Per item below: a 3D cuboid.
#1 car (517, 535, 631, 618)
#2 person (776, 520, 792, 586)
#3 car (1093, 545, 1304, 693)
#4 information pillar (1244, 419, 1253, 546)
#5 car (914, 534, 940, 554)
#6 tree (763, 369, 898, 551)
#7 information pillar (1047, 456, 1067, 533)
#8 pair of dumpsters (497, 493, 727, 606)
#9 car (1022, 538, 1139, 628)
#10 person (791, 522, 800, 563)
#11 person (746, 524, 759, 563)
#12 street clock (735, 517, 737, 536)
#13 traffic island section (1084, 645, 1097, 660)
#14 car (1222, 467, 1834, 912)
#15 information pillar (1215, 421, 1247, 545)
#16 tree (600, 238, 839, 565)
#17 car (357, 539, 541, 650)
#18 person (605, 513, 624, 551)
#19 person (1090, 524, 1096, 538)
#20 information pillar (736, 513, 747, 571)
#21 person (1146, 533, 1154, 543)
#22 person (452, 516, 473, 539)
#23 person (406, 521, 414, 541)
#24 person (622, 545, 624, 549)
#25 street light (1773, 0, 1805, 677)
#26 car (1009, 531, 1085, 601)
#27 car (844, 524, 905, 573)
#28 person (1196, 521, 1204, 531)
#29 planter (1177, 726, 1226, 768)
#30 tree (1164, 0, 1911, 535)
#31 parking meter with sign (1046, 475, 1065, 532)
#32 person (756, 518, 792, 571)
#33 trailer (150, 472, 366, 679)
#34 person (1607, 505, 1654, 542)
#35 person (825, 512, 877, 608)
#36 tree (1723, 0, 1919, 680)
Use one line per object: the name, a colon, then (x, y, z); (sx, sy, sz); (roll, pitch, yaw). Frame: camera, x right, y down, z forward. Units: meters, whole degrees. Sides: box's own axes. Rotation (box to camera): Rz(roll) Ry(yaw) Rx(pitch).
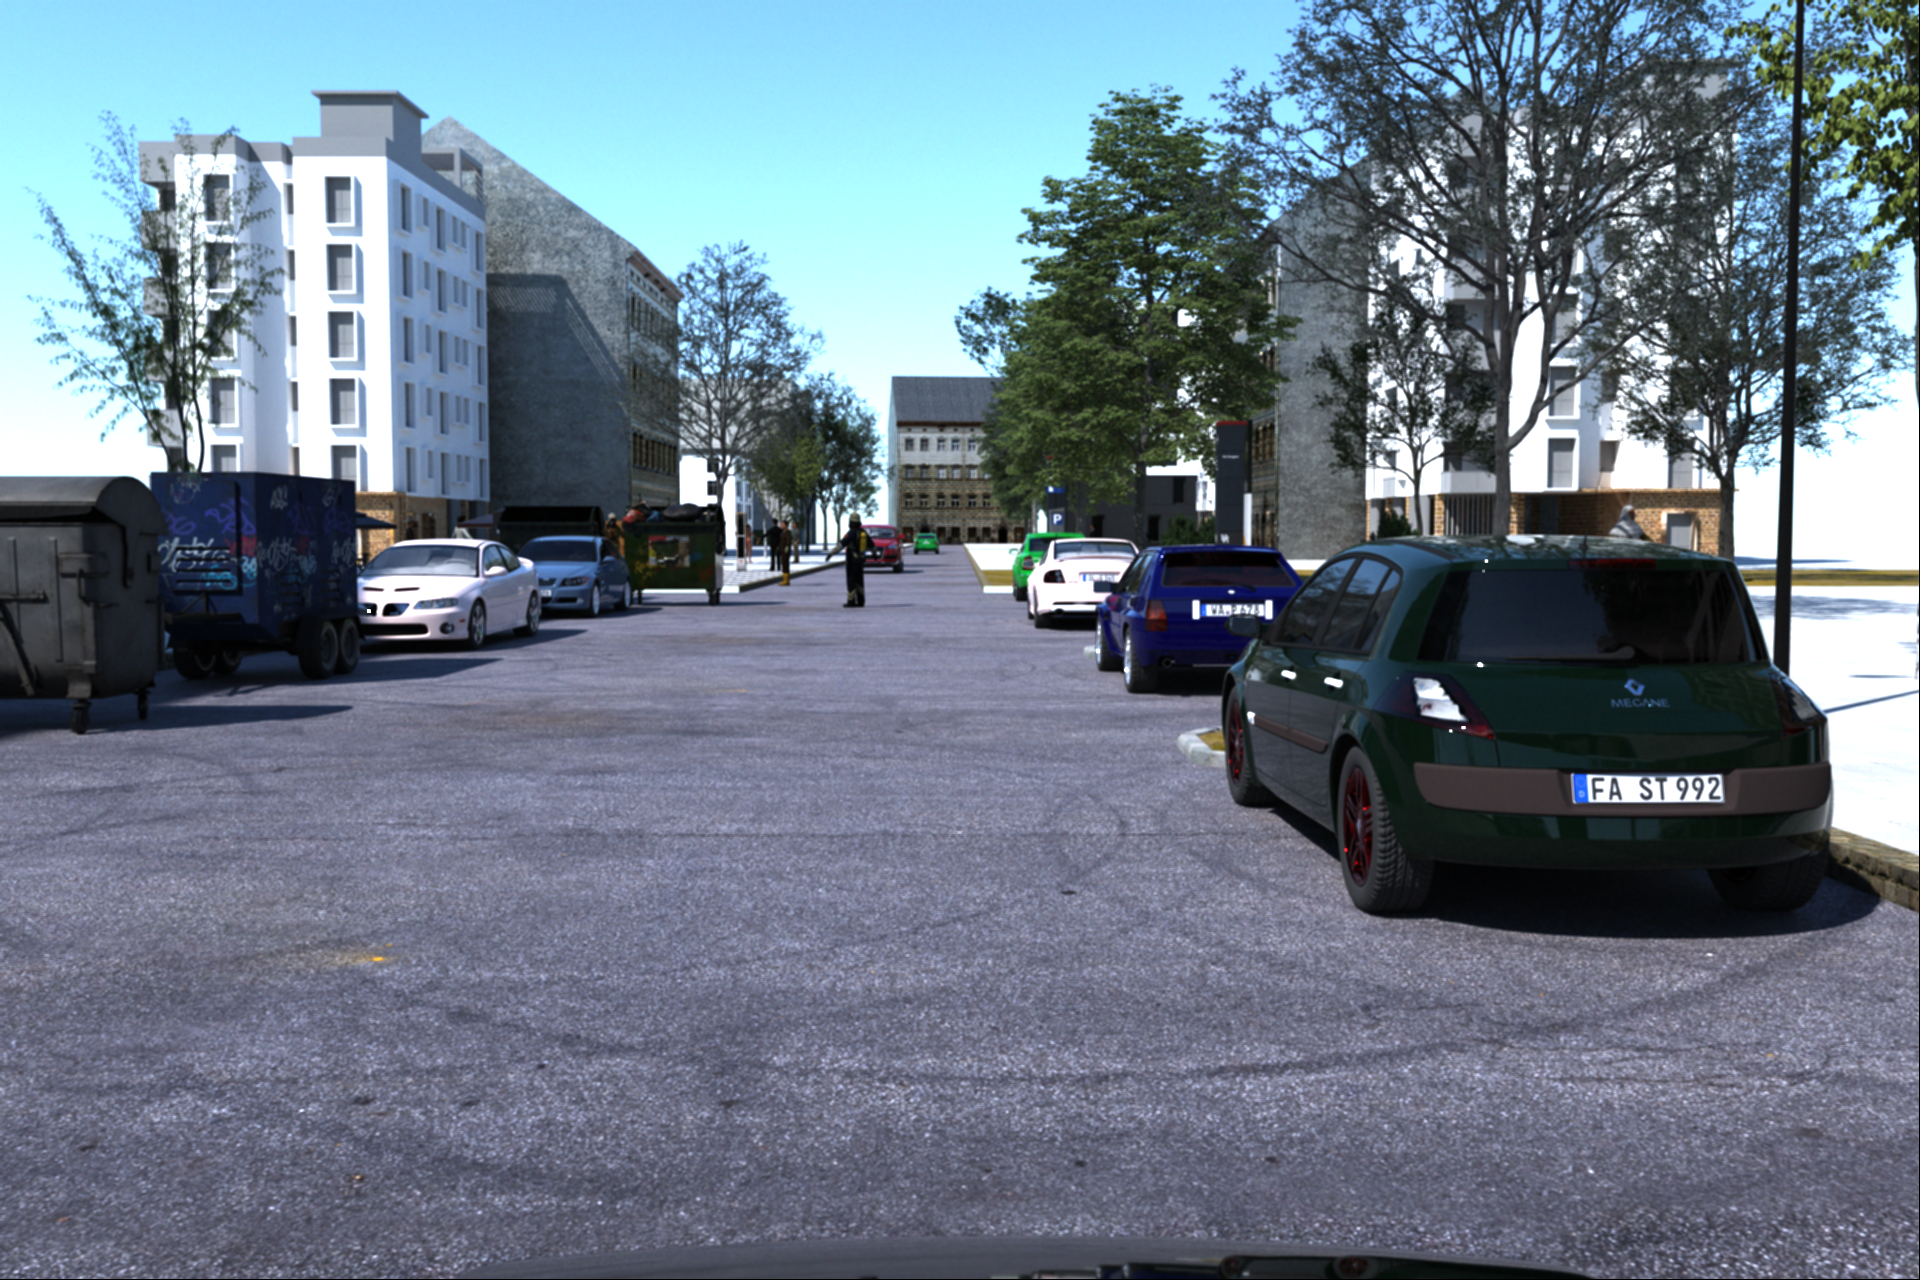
car: (-7.075, -1.168, 31.102); (2.014, 1.417, 4.499); (0, 4, 0)
person: (-4.886, -2.419, 48.153); (0.704, 1.812, 1.346); (-1, 4, -17)
car: (2.327, -0.268, 16.960); (1.945, 1.354, 3.894); (0, 4, -1)
information pillar: (5.904, -2.701, 35.520); (0.183, 3.616, 0.504); (0, 4, 0)
car: (-2.392, -7.060, 124.233); (1.959, 1.807, 4.718); (0, 4, 0)
tree: (-10.026, -13.339, 128.468); (12.009, 13.543, 11.850); (0, 3, 0)
information pillar: (3.230, -4.182, 57.755); (0.750, 3.857, 0.750); (0, 4, -1)
pair of dumpsters: (-6.957, -1.821, 34.730); (4.436, 2.255, 1.574); (0, 3, 0)
car: (2.056, -0.937, 27.682); (2.083, 1.381, 4.827); (0, 4, 0)
person: (-7.264, -4.292, 76.448); (0.705, 1.796, 1.348); (-1, 4, -21)
person: (-9.359, -4.292, 76.971); (1.217, 1.733, 0.721); (2, 4, 35)
street clock: (-7.675, -3.409, 60.303); (0.358, 2.002, 0.471); (0, 4, 0)
traffic island section: (2.472, 0.155, 20.326); (1.991, 0.108, 1.994); (0, 4, -1)
car: (2.320, 0.112, 7.962); (2.009, 1.686, 4.222); (0, 4, -1)
information pillar: (6.243, -3.093, 39.955); (0.750, 3.857, 0.750); (0, 4, 0)
tree: (-9.947, -9.879, 71.894); (12.009, 13.543, 11.850); (0, 3, 0)
car: (-6.884, -0.647, 22.935); (2.083, 1.381, 4.827); (0, 3, 0)
person: (-9.414, -2.519, 46.961); (1.354, 1.858, 0.705); (-3, 4, -36)
person: (5.993, -4.428, 79.116); (0.721, 1.740, 1.216); (0, 4, 5)
information pillar: (-7.549, -3.386, 59.852); (0.304, 2.012, 0.304); (0, 4, 1)
person: (7.997, -4.223, 75.229); (0.705, 1.806, 1.347); (-1, 4, -21)
person: (-14.157, -2.641, 49.369); (0.705, 1.806, 1.347); (-3, 5, -45)
person: (-22.591, -3.979, 71.278); (0.704, 1.802, 1.346); (-1, 4, -22)
person: (-8.153, -2.375, 44.965); (1.347, 1.817, 0.704); (2, 4, 24)
street light: (6.146, -2.392, 11.653); (1.470, 5.913, 1.316); (0, 3, 0)
car: (2.076, -1.802, 38.256); (1.959, 1.807, 4.718); (0, 4, 0)
car: (-3.163, -3.427, 64.712); (2.281, 1.827, 5.304); (0, 4, 0)
person: (9.262, -3.681, 66.306); (1.348, 1.813, 0.705); (1, 4, 18)
planter: (2.450, 0.605, 11.254); (1.991, 0.319, 1.994); (0, 4, 1)
tree: (8.383, -7.079, 26.104); (12.009, 13.543, 11.850); (0, 3, 0)
parking meter with sign: (2.760, -3.273, 49.775); (0.543, 3.016, 1.738); (0, 4, 1)
person: (-6.418, -3.316, 60.157); (1.347, 1.837, 0.705); (-2, 4, -28)
trailer: (-6.945, -0.588, 16.668); (1.471, 1.999, 3.904); (0, 4, 0)
person: (10.577, -1.254, 27.274); (1.217, 1.736, 0.721); (-1, 4, -20)
person: (-2.067, -1.569, 33.894); (0.705, 1.856, 1.354); (3, 5, 43)
tree: (8.659, -3.944, 14.839); (4.737, 8.622, 4.395); (0, 3, 0)
